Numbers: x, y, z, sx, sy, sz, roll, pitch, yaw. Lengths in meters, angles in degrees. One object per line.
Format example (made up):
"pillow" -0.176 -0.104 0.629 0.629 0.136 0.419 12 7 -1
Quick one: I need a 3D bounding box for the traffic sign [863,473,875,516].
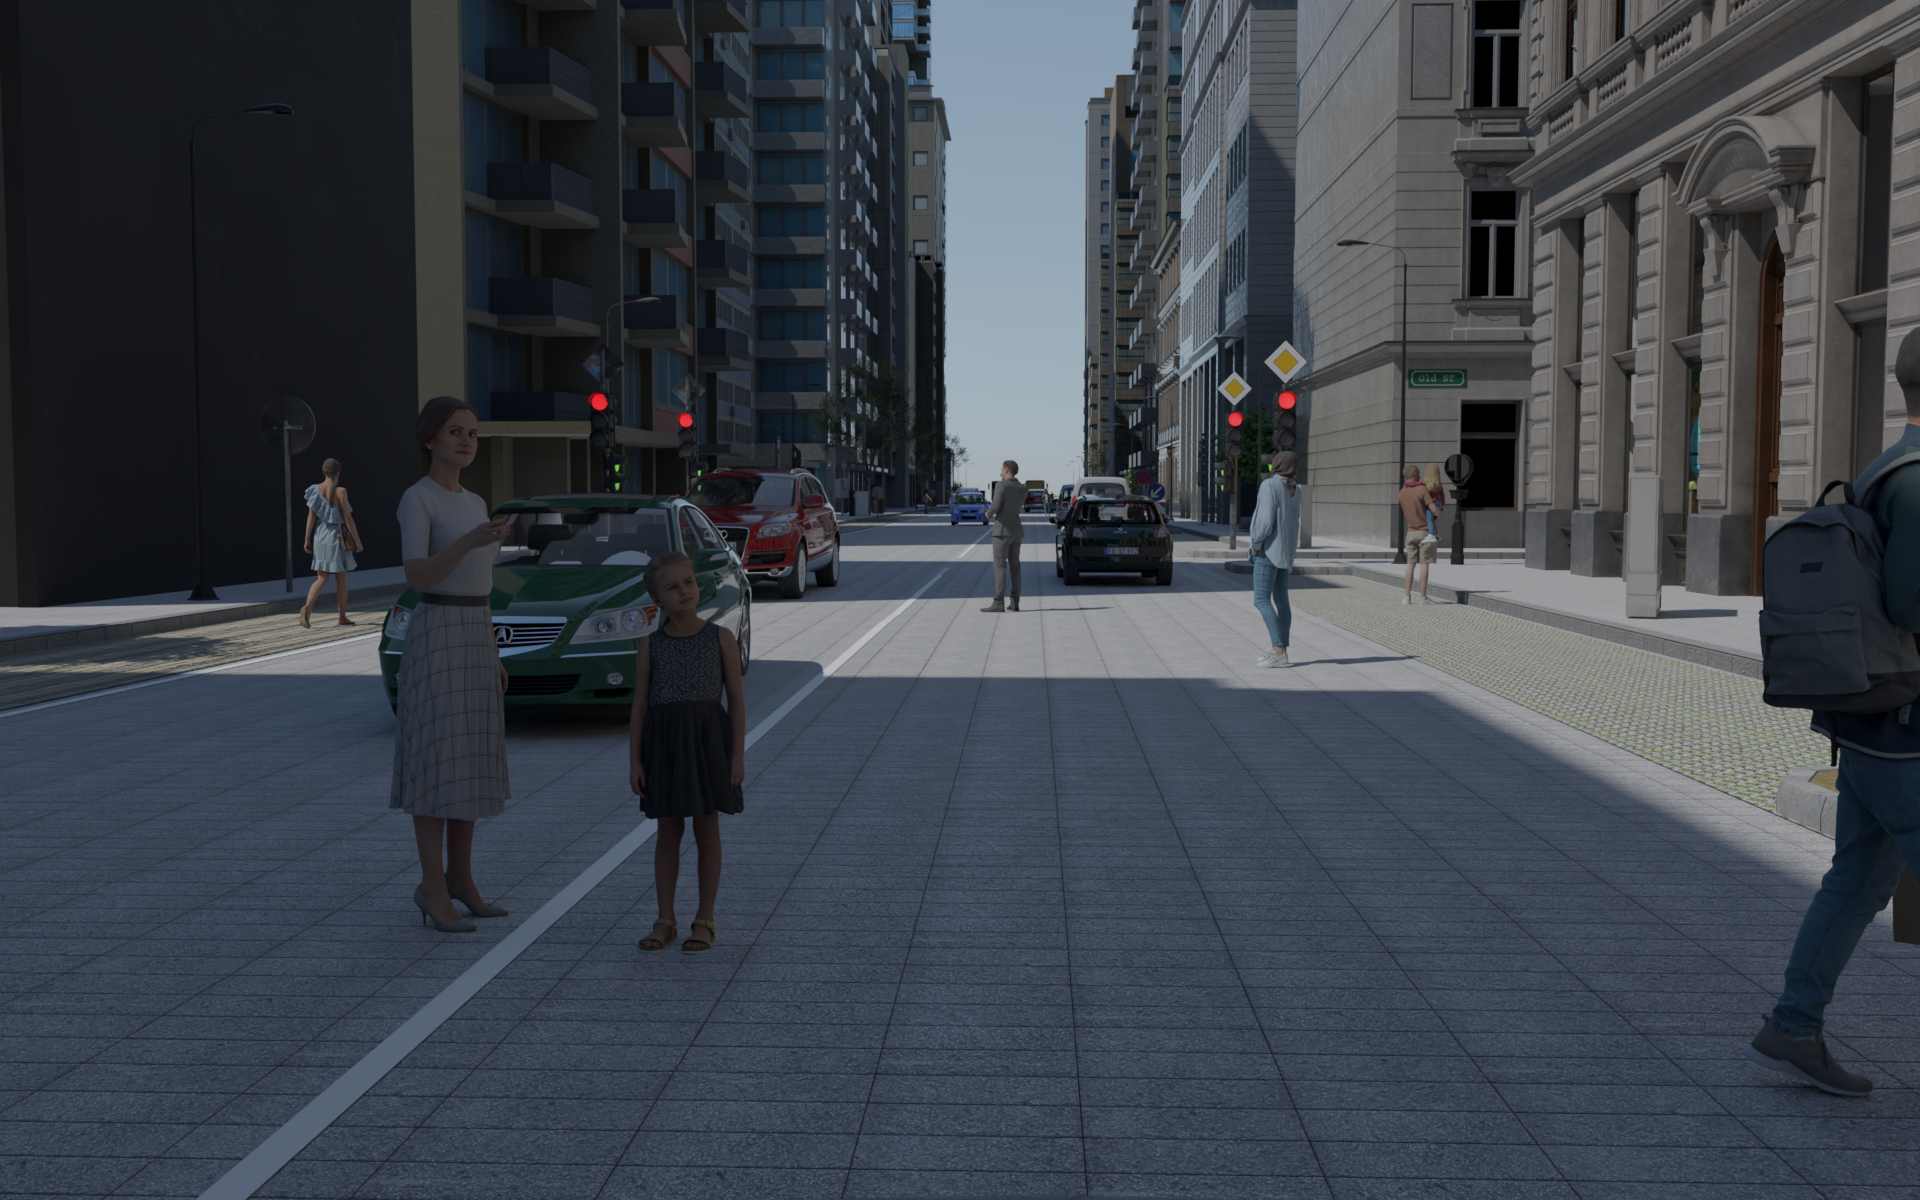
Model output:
"traffic sign" -5.404 -6.290 102.946 0.768 2.556 0.104 1 4 10

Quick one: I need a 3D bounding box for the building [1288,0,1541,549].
"building" 31.901 -16.547 46.962 44.131 29.872 17.030 0 4 2

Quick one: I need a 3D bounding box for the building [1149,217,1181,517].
"building" 17.271 -14.653 104.208 10.561 19.102 19.286 0 4 2

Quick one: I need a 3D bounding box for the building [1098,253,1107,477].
"building" 23.604 -26.676 207.849 14.160 30.474 14.107 0 4 2

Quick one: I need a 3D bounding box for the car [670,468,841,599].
"car" -3.029 -1.025 25.426 2.281 1.827 5.304 0 4 4

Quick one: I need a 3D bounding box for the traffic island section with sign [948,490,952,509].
"traffic island section with sign" -1.058 -9.676 166.833 1.989 1.847 2.006 0 4 2

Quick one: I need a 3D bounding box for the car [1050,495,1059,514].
"car" 7.435 -6.991 126.876 1.945 1.354 3.894 0 4 4

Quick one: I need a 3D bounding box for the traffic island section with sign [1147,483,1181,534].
"traffic island section with sign" 6.928 -3.300 62.582 1.989 1.847 2.006 0 4 2

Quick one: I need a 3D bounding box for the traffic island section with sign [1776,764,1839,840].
"traffic island section with sign" 4.619 0.087 7.212 1.989 1.847 2.006 0 4 2

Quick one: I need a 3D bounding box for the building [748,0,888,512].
"building" -18.061 -31.258 130.670 23.786 49.044 30.456 0 4 2

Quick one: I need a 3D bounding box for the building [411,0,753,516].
"building" -18.838 -24.467 54.656 22.147 44.769 28.867 0 4 2

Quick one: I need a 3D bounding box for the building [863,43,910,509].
"building" -11.998 -28.726 153.261 14.154 41.232 14.086 0 4 2

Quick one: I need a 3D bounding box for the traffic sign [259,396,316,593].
"traffic sign" -8.743 -1.370 22.507 0.768 2.556 0.104 0 4 6

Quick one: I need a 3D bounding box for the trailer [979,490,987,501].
"trailer" 3.333 -15.847 266.148 1.471 1.999 3.904 0 4 3

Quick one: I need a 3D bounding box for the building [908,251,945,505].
"building" -9.185 -26.634 207.159 14.160 30.474 14.107 0 4 2

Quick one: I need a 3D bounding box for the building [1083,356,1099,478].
"building" 30.660 -23.547 230.030 27.650 21.520 28.899 0 4 2

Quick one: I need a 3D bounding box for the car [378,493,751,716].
"car" -2.609 -0.033 12.341 2.131 1.459 4.920 0 4 1

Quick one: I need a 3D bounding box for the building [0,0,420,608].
"building" -18.037 -11.963 25.271 15.834 23.373 12.332 0 4 2

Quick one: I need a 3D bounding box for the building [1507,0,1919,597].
"building" 14.274 -11.699 20.159 11.050 23.489 19.941 0 4 2

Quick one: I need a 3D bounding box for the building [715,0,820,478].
"building" -24.030 -24.313 89.406 32.217 40.220 23.993 0 4 2

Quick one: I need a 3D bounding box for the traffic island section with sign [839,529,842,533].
"traffic island section with sign" -5.372 -3.342 63.276 1.989 1.847 2.006 0 4 2

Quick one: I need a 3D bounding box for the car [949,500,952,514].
"car" 0.237 -6.899 125.164 2.083 1.381 4.827 0 4 2

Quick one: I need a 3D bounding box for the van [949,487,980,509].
"van" 0.405 -5.839 102.473 2.013 2.044 4.112 0 4 4

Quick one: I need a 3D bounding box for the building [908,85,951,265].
"building" -15.997 -39.080 228.202 28.713 52.752 27.495 0 4 2

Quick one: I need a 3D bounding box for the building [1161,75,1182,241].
"building" 21.137 -21.469 122.720 14.160 30.474 14.107 0 4 2

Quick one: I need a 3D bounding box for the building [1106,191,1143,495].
"building" 21.791 -24.190 167.211 14.160 30.474 14.107 0 4 2

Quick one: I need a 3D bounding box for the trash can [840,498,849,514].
"trash can" -7.569 -6.215 113.262 0.748 1.137 0.748 0 3 0

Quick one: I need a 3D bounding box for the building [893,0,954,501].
"building" -11.784 -57.709 256.215 22.319 86.520 31.000 0 4 2

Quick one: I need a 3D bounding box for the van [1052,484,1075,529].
"van" 4.885 -4.020 72.743 2.013 2.044 4.112 0 4 3

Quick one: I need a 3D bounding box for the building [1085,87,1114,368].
"building" 29.082 -43.761 257.493 21.231 58.520 28.212 0 4 2

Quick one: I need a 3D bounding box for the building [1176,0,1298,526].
"building" 16.709 -18.422 78.700 11.434 29.767 29.804 0 4 2

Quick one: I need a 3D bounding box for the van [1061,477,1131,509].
"van" 3.560 -2.245 43.716 2.013 2.044 4.112 0 4 4

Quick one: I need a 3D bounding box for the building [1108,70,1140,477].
"building" 22.882 -32.522 181.843 14.600 45.320 14.200 0 4 2

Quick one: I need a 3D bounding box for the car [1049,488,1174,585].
"car" 2.496 -1.148 28.563 2.009 1.686 4.222 0 4 1

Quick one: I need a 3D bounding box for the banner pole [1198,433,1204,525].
"banner pole" 9.918 -4.973 71.330 0.401 3.779 0.863 -1 4 -9

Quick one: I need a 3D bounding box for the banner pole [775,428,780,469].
"banner pole" -6.937 -4.648 66.016 0.401 3.779 0.863 1 4 8

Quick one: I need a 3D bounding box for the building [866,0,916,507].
"building" -14.874 -44.743 169.796 20.563 71.187 20.611 0 4 2

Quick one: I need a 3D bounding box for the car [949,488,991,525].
"car" 0.482 -4.323 80.267 1.945 1.707 3.694 0 4 3

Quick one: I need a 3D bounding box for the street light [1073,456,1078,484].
"street light" 14.848 -14.580 210.923 1.470 5.913 1.316 0 4 2

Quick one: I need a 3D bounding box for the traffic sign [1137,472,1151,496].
"traffic sign" 10.388 -5.976 97.808 0.768 2.556 0.104 0 4 7

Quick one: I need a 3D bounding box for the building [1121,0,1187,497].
"building" 25.784 -32.086 144.219 23.786 49.044 30.456 0 4 2

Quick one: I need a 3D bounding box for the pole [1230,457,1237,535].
"pole" 8.556 -3.686 54.113 0.158 3.312 0.155 0 3 0

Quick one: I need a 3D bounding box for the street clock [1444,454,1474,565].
"street clock" 9.029 -1.640 31.386 0.471 2.002 0.358 3 4 36

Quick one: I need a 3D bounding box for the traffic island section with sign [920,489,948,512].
"traffic island section with sign" -2.203 -7.993 139.316 1.989 1.847 2.006 0 4 2

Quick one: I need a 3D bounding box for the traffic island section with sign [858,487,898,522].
"traffic island section with sign" -4.249 -4.990 90.208 1.989 1.847 2.006 0 4 2

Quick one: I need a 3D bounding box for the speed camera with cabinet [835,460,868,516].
"speed camera with cabinet" -6.365 -6.573 101.811 2.038 3.252 0.660 -3 5 -41

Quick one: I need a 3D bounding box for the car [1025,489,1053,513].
"car" 6.113 -7.739 135.208 2.281 1.827 5.304 0 4 4
